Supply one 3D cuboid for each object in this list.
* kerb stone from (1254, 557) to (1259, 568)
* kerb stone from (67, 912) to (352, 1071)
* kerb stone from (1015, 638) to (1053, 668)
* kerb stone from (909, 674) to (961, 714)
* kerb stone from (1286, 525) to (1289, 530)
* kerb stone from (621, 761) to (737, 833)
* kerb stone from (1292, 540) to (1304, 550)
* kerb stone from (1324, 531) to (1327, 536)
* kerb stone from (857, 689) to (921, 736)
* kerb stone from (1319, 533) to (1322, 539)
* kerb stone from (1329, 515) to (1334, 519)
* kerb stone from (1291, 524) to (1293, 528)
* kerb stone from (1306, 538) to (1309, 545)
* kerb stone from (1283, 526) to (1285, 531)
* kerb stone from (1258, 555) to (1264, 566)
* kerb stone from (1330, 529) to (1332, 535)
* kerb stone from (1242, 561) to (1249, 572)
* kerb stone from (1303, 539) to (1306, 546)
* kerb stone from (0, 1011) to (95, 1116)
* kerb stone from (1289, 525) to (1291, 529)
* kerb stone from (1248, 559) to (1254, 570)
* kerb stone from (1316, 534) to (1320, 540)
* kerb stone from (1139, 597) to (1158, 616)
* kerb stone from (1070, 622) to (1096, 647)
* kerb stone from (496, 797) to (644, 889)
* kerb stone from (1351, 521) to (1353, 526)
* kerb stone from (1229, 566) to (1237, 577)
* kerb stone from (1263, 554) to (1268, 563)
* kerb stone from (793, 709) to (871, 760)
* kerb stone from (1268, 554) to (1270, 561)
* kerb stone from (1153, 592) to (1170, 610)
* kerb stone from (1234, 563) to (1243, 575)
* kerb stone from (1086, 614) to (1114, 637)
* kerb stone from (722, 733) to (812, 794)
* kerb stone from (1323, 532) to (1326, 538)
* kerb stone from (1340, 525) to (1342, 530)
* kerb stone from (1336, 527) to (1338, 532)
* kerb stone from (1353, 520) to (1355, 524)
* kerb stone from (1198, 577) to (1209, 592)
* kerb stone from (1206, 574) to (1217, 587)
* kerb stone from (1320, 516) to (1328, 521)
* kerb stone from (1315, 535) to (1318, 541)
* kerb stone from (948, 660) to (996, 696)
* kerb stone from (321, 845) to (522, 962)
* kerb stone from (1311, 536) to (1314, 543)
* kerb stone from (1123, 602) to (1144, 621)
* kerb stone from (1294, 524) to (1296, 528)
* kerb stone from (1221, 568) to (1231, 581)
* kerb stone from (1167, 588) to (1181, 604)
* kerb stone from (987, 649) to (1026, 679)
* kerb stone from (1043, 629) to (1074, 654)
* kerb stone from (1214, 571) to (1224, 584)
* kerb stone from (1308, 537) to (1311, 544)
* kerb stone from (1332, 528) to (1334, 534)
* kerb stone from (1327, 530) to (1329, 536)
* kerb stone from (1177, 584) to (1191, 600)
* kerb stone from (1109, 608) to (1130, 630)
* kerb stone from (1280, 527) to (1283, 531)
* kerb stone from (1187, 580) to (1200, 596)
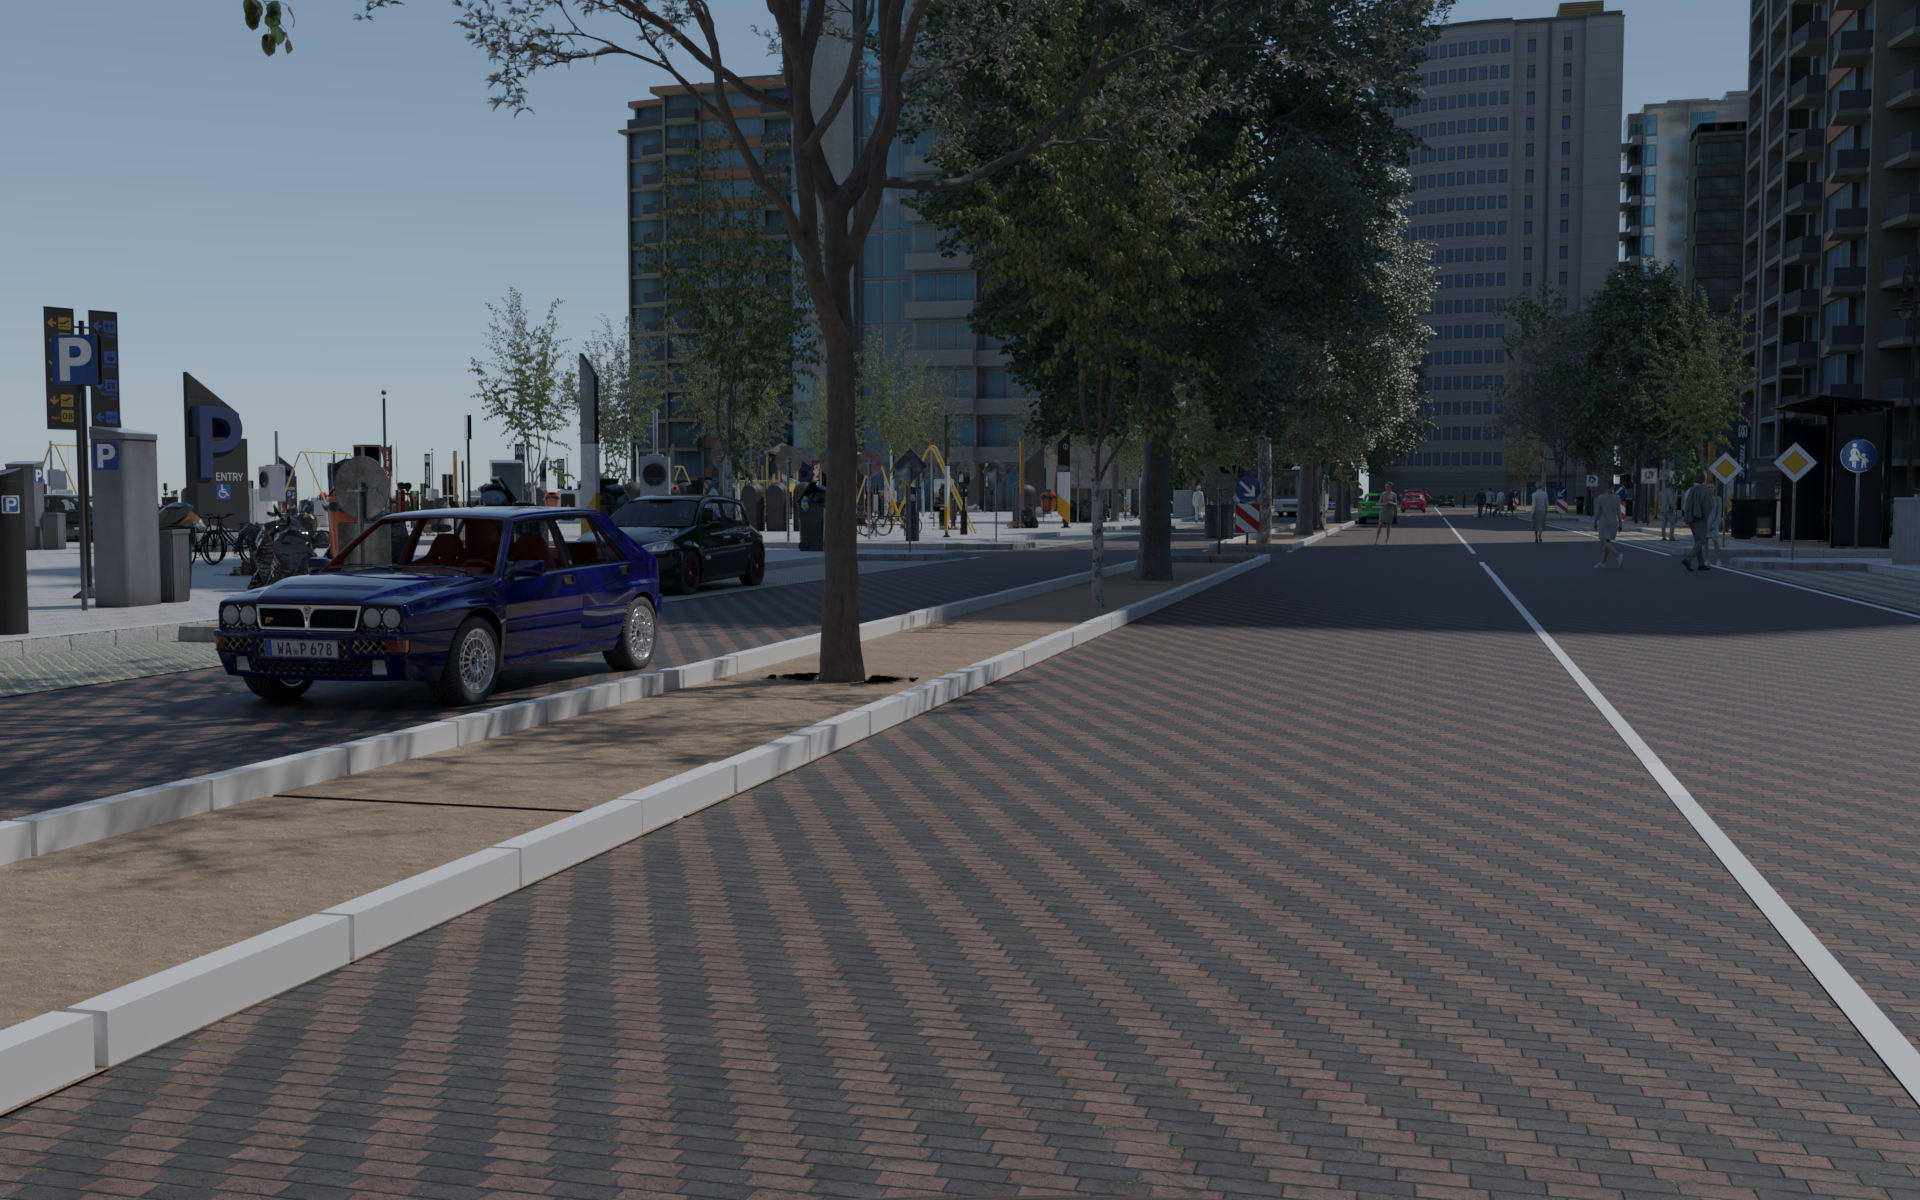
[{"bbox_3d":[5.638,-0.692,33.512,0.120,0.150,1.000,1,4,15],"label":"kerb stone"},{"bbox_3d":[-2.044,1.064,4.796,0.120,0.150,1.000,1,4,15],"label":"kerb stone"},{"bbox_3d":[0.603,0.459,14.693,0.120,0.150,1.000,1,4,15],"label":"kerb stone"},{"bbox_3d":[-0.198,0.642,11.727,0.120,0.150,1.000,1,4,15],"label":"kerb stone"},{"bbox_3d":[12.762,-2.816,68.229,0.120,0.150,1.000,1,4,15],"label":"kerb stone"},{"bbox_3d":[-1.261,0.882,7.770,0.120,0.150,1.000,1,4,15],"label":"kerb stone"},{"bbox_3d":[8.953,-1.451,45.912,0.120,0.150,1.000,1,4,15],"label":"kerb stone"},{"bbox_3d":[11.863,-2.112,56.796,0.120,0.150,1.000,1,4,15],"label":"kerb stone"},{"bbox_3d":[-0.454,0.701,10.737,0.120,0.150,1.000,1,4,15],"label":"kerb stone"},{"bbox_3d":[11.067,-1.928,53.826,0.120,0.150,1.000,1,4,15],"label":"kerb stone"},{"bbox_3d":[21.756,-4.872,101.892,0.120,0.150,1.000,1,4,15],"label":"kerb stone"},{"bbox_3d":[13.283,-2.933,70.220,0.120,0.150,1.000,1,4,15],"label":"kerb stone"},{"bbox_3d":[9.479,-1.572,47.890,0.120,0.150,1.000,1,4,15],"label":"kerb stone"},{"bbox_3d":[12.219,-2.693,66.257,0.120,0.150,1.000,1,4,15],"label":"kerb stone"},{"bbox_3d":[5.909,-0.749,34.498,0.120,0.150,1.000,1,4,15],"label":"kerb stone"},{"bbox_3d":[12.660,-2.297,59.766,0.120,0.150,1.000,1,4,15],"label":"kerb stone"},{"bbox_3d":[5.101,-0.571,31.530,0.120,0.150,1.000,1,4,15],"label":"kerb stone"},{"bbox_3d":[9.212,-1.505,46.902,0.120,0.150,1.000,1,4,15],"label":"kerb stone"},{"bbox_3d":[-2.322,1.125,3.803,0.120,0.150,1.000,1,4,15],"label":"kerb stone"},{"bbox_3d":[13.023,-2.872,69.226,0.120,0.150,1.000,1,4,15],"label":"kerb stone"},{"bbox_3d":[5.372,-0.632,32.521,0.120,0.150,1.000,1,4,15],"label":"kerb stone"},{"bbox_3d":[10.803,-1.872,52.833,0.120,0.150,1.000,1,4,15],"label":"kerb stone"},{"bbox_3d":[2.193,0.095,20.637,0.120,0.150,1.000,1,4,15],"label":"kerb stone"},{"bbox_3d":[1.135,0.344,16.682,0.120,0.150,1.000,1,4,15],"label":"kerb stone"},{"bbox_3d":[-1.518,0.943,6.779,0.120,0.150,1.000,1,4,15],"label":"kerb stone"},{"bbox_3d":[17.179,-3.329,76.629,0.120,0.150,1.000,1,4,15],"label":"kerb stone"},{"bbox_3d":[4.572,-0.448,29.545,0.120,0.150,1.000,1,4,15],"label":"kerb stone"},{"bbox_3d":[6.160,-0.811,35.491,0.120,0.150,1.000,1,4,15],"label":"kerb stone"},{"bbox_3d":[-0.726,0.763,9.752,0.120,0.150,1.000,1,4,15],"label":"kerb stone"},{"bbox_3d":[6.430,-0.869,36.488,0.120,0.150,1.000,1,4,15],"label":"kerb stone"},{"bbox_3d":[2.458,0.037,21.626,0.120,0.150,1.000,1,4,15],"label":"kerb stone"},{"bbox_3d":[4.835,-0.510,30.538,0.120,0.150,1.000,1,4,15],"label":"kerb stone"},{"bbox_3d":[1.397,0.277,17.672,0.120,0.150,1.000,1,4,15],"label":"kerb stone"},{"bbox_3d":[-0.991,0.830,8.756,0.120,0.150,1.000,1,4,15],"label":"kerb stone"},{"bbox_3d":[11.606,-2.055,55.798,0.120,0.150,1.000,1,4,15],"label":"kerb stone"},{"bbox_3d":[14.511,-2.716,66.700,0.120,0.150,1.000,1,4,15],"label":"kerb stone"},{"bbox_3d":[13.718,-2.540,63.731,0.120,0.150,1.000,1,4,15],"label":"kerb stone"},{"bbox_3d":[17.709,-3.450,78.604,0.120,0.150,1.000,1,4,15],"label":"kerb stone"},{"bbox_3d":[3.523,-0.208,25.593,0.120,0.150,1.000,1,4,15],"label":"kerb stone"},{"bbox_3d":[3.781,-0.265,26.582,0.120,0.150,1.000,1,4,15],"label":"kerb stone"},{"bbox_3d":[20.171,-4.511,95.951,0.120,0.150,1.000,1,4,15],"label":"kerb stone"},{"bbox_3d":[10.543,-1.813,51.838,0.120,0.150,1.000,1,4,15],"label":"kerb stone"},{"bbox_3d":[0.068,0.580,12.714,0.120,0.150,1.000,1,4,15],"label":"kerb stone"},{"bbox_3d":[-1.780,1.004,5.791,0.120,0.150,1.000,1,4,15],"label":"kerb stone"},{"bbox_3d":[10.016,-1.692,49.863,0.120,0.150,1.000,1,4,15],"label":"kerb stone"},{"bbox_3d":[1.918,0.156,19.651,0.120,0.150,1.000,1,4,15],"label":"kerb stone"},{"bbox_3d":[13.815,-3.049,72.203,0.120,0.150,1.000,1,4,15],"label":"kerb stone"},{"bbox_3d":[4.315,-0.381,28.556,0.120,0.150,1.000,1,4,15],"label":"kerb stone"},{"bbox_3d":[2.720,-0.021,22.614,0.120,0.150,1.000,1,4,15],"label":"kerb stone"},{"bbox_3d":[0.331,0.524,13.708,0.120,0.150,1.000,1,4,15],"label":"kerb stone"},{"bbox_3d":[0.857,0.398,15.695,0.120,0.150,1.000,1,4,15],"label":"kerb stone"},{"bbox_3d":[4.050,-0.325,27.568,0.120,0.150,1.000,1,4,15],"label":"kerb stone"},{"bbox_3d":[9.737,-1.632,48.879,0.120,0.150,1.000,1,4,15],"label":"kerb stone"},{"bbox_3d":[12.929,-2.358,60.755,0.120,0.150,1.000,1,4,15],"label":"kerb stone"},{"bbox_3d":[12.128,-2.175,57.788,0.120,0.150,1.000,1,4,15],"label":"kerb stone"},{"bbox_3d":[2.991,-0.086,23.604,0.120,0.150,1.000,1,4,15],"label":"kerb stone"},{"bbox_3d":[1.666,0.219,18.658,0.120,0.150,1.000,1,4,15],"label":"kerb stone"},{"bbox_3d":[11.958,-2.634,65.266,0.120,0.150,1.000,1,4,15],"label":"kerb stone"},{"bbox_3d":[3.248,-0.147,24.602,0.120,0.150,1.000,1,4,15],"label":"kerb stone"}]
